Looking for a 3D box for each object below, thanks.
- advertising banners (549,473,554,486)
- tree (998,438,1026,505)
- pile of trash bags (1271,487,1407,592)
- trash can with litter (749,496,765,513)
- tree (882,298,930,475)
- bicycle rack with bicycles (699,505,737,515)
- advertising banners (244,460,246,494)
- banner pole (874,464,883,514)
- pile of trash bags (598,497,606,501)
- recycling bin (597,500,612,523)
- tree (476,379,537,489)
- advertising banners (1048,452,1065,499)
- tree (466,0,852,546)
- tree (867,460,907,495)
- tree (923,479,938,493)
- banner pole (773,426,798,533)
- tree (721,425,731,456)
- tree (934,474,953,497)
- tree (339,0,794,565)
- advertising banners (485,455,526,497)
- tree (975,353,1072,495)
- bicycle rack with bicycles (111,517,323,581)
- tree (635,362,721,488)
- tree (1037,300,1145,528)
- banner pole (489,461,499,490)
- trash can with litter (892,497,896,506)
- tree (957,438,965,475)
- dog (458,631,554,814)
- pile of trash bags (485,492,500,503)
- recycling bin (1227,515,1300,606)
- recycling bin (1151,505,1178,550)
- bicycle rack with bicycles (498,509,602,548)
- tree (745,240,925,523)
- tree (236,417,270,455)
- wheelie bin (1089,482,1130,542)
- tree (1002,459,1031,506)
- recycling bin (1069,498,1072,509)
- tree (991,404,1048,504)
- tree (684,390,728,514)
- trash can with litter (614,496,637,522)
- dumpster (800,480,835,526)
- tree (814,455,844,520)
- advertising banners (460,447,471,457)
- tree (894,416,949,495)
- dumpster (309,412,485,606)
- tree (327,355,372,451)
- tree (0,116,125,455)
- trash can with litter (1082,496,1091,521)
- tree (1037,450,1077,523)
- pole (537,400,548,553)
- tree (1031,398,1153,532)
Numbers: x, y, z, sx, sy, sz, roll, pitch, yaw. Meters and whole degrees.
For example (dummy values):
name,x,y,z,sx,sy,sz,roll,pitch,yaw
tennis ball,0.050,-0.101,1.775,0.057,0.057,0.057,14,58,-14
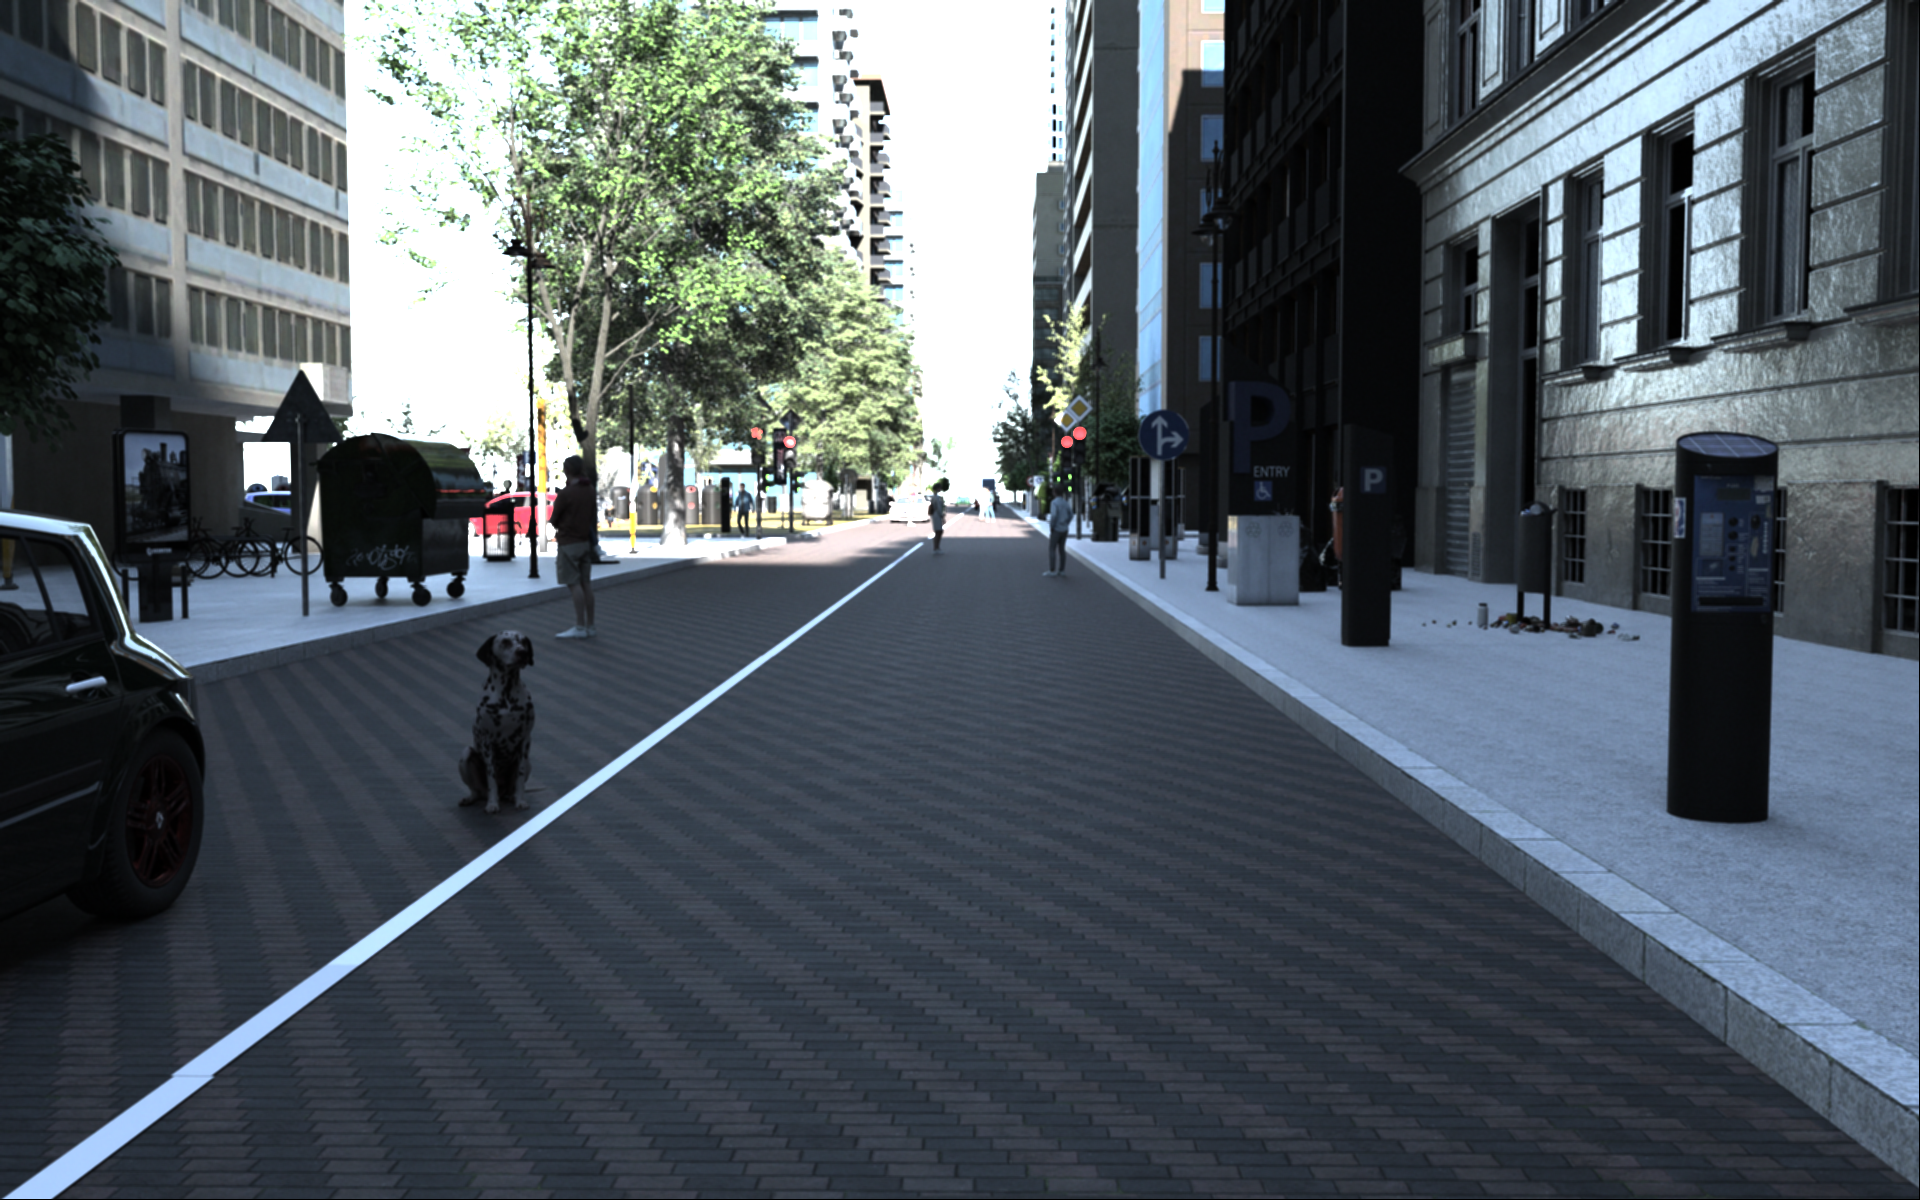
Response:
name,x,y,z,sx,sy,sz,roll,pitch,yaw
advertising banners,-28.738,-7.536,119.405,0.090,3.025,2.074,3,4,36
tree,6.472,-15.540,204.447,4.360,8.622,3.978,0,3,0
pile of trash bags,4.960,-0.809,22.975,1.912,1.369,3.447,0,4,4
trash can with litter,-13.999,-6.487,117.119,1.678,1.210,2.233,2,4,26
tree,-6.443,-11.729,98.420,9.857,13.997,8.962,0,3,0
bicycle rack with bicycles,-14.578,-5.533,103.843,2.925,0.926,2.852,0,4,-2
advertising banners,-35.832,-5.627,88.186,2.074,3.025,0.090,-1,4,-21
banner pole,-5.123,-7.318,109.671,0.863,3.779,0.401,2,4,32
pile of trash bags,-19.991,-5.667,102.410,3.447,1.369,1.912,1,4,19
recycling bin,-14.208,-3.417,68.417,0.722,1.027,0.722,1,4,16
tree,-28.951,-9.828,111.046,4.360,8.622,3.978,0,3,0
advertising banners,4.132,-4.712,73.221,0.090,3.025,2.074,2,4,27
tree,-7.100,-8.316,42.614,9.857,13.997,8.962,0,3,0
tree,-5.901,-9.481,138.731,4.285,4.588,4.351,0,3,0
tree,-3.970,-14.209,226.913,1.663,3.219,1.824,0,3,0
banner pole,-5.834,-4.141,57.729,0.863,3.779,0.401,0,4,5
tree,-18.139,-10.408,120.525,4.737,8.622,4.395,0,3,0
tree,-2.687,-18.020,278.335,4.285,4.588,4.351,0,3,0
tree,-6.882,-6.461,31.386,9.928,11.665,9.643,0,3,0
advertising banners,-20.152,-4.922,76.661,2.074,3.025,0.090,-1,4,-17
tree,4.990,-10.991,114.114,8.767,10.594,7.601,0,4,8
bicycle rack with bicycles,-11.491,-0.835,27.028,2.925,0.926,2.852,-1,4,-19
tree,-16.174,-8.699,92.593,4.737,8.622,4.395,0,3,0
tree,4.865,-7.036,65.393,4.737,8.622,4.395,0,3,0
banner pole,-34.593,-8.462,128.378,0.863,3.779,0.401,-2,4,-26
trash can with litter,-4.666,-6.934,124.754,1.055,1.170,0.624,0,4,2
tree,-2.643,-22.120,287.422,9.928,11.665,9.643,0,3,0
dog,-2.068,0.535,8.083,0.513,0.831,0.800,1,4,14
pile of trash bags,-24.341,-5.084,92.881,1.912,1.369,3.447,-3,4,-37
recycling bin,3.538,-0.469,20.224,0.722,1.027,0.722,0,4,-1
recycling bin,4.560,-1.667,39.816,0.722,1.027,0.722,2,4,28
bicycle rack with bicycles,-9.869,-1.751,42.016,2.852,0.926,2.925,0,4,4
tree,-5.892,-9.747,77.486,7.486,12.596,7.792,0,3,0
tree,-29.228,-7.191,67.929,4.360,8.622,3.978,0,3,0
wheelie bin,3.973,-2.377,46.770,0.980,1.594,0.693,-3,5,-45
tree,5.846,-9.725,142.711,4.285,4.588,4.351,0,3,0
recycling bin,7.102,-6.248,114.712,0.722,1.027,0.722,2,4,30
tree,7.366,-18.270,216.842,7.486,12.596,7.792,0,3,0
tree,-16.993,-9.959,113.194,4.360,8.622,3.978,0,3,0
trash can with litter,-15.179,-4.206,79.822,2.233,1.210,1.678,-1,4,-18
dumpster,-5.739,-3.904,69.583,1.264,1.857,1.865,0,4,1
tree,-6.489,-5.628,86.620,1.663,3.219,1.824,0,3,0
advertising banners,-18.807,-4.133,63.763,0.090,3.025,2.074,3,4,36
tree,-4.703,-16.160,198.631,7.601,10.594,8.767,0,4,5
dumpster,-6.641,-1.102,20.510,1.502,2.255,1.985,0,4,1
tree,-31.195,-8.319,86.382,4.737,8.622,4.395,0,3,0
tree,-7.921,-1.784,12.882,4.285,4.588,4.351,0,3,0
trash can with litter,6.208,-4.335,82.262,0.624,1.170,1.055,-1,4,-20
tree,4.484,-5.018,76.645,1.663,3.219,1.824,0,3,0
pole,-9.033,-2.668,37.457,0.158,3.312,0.155,0,3,0
tree,5.251,-4.632,59.441,4.285,4.588,4.351,0,3,0
